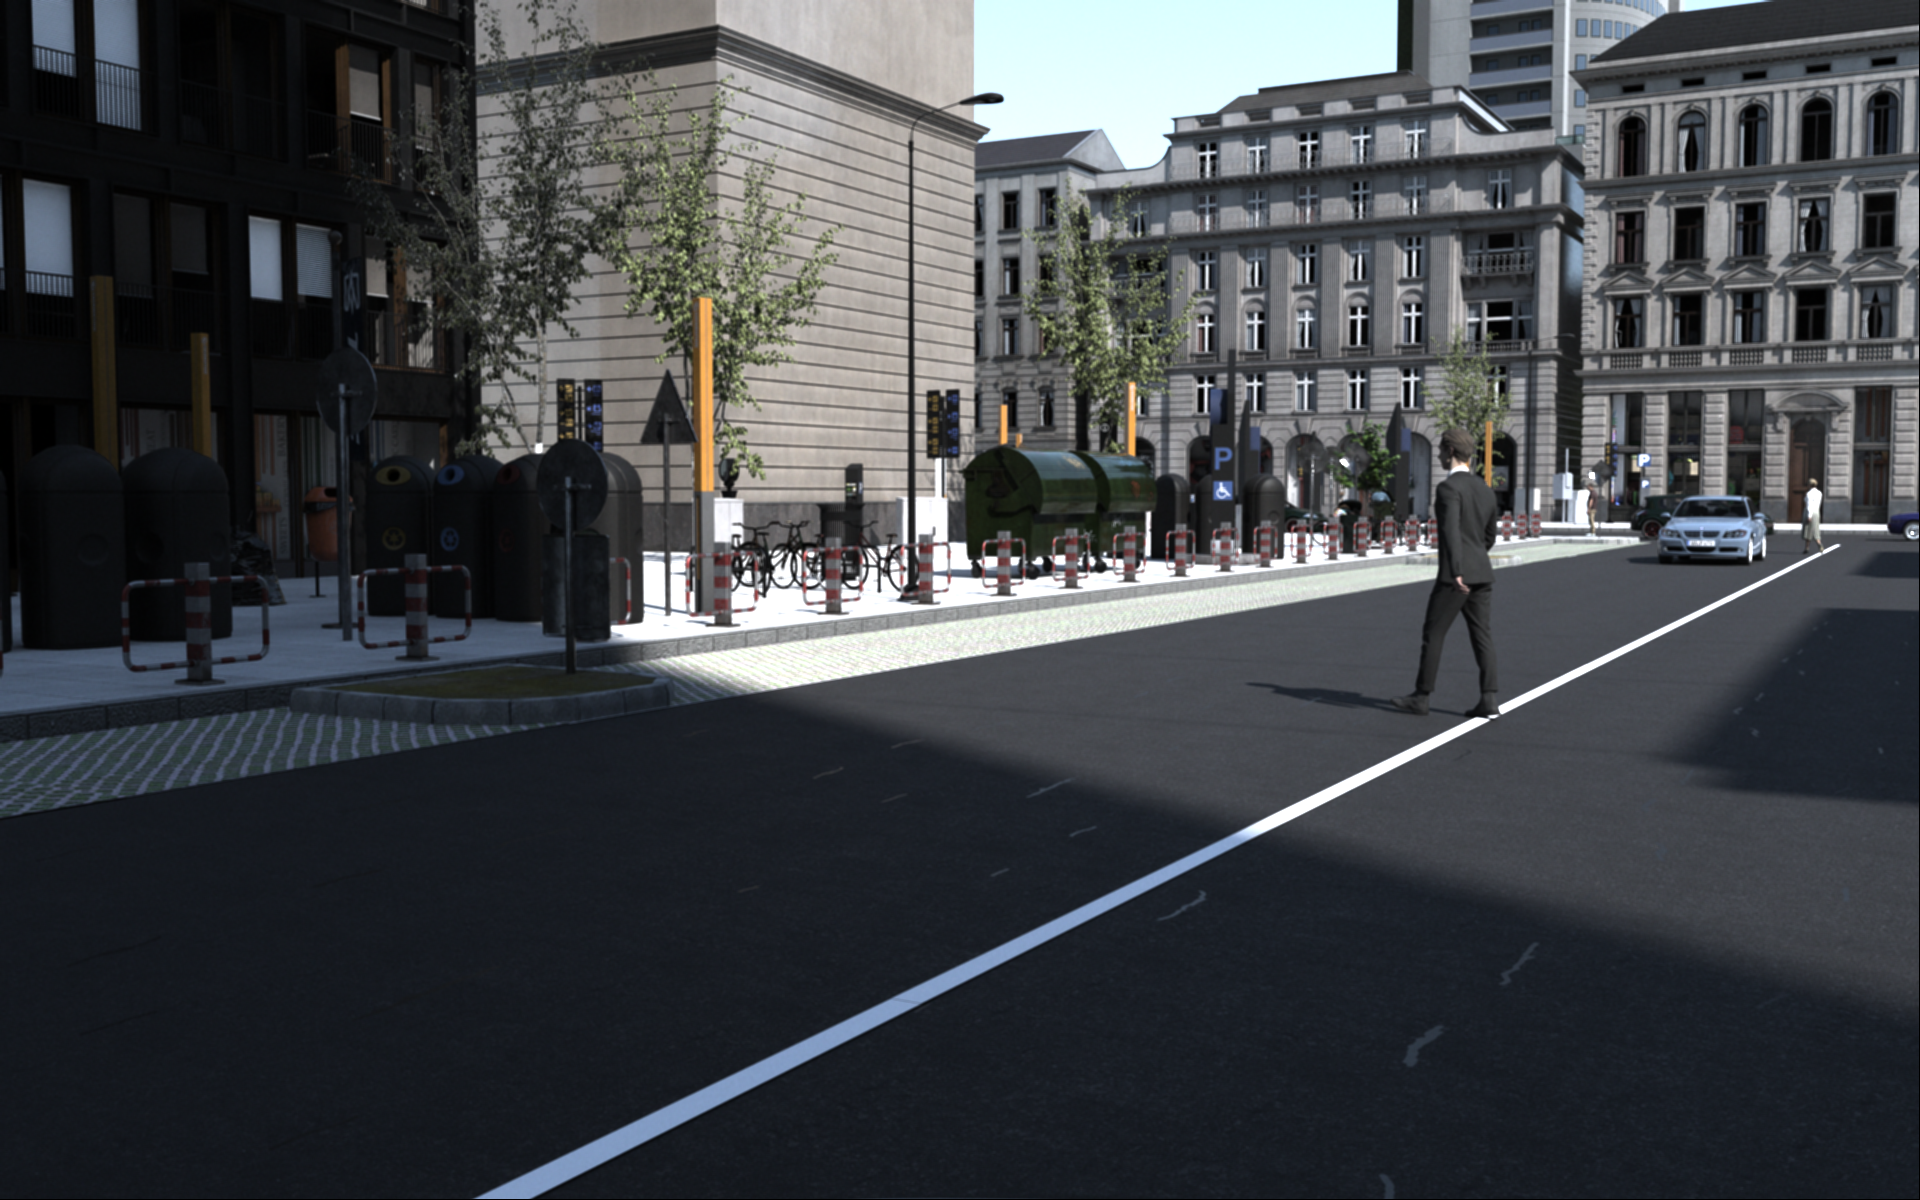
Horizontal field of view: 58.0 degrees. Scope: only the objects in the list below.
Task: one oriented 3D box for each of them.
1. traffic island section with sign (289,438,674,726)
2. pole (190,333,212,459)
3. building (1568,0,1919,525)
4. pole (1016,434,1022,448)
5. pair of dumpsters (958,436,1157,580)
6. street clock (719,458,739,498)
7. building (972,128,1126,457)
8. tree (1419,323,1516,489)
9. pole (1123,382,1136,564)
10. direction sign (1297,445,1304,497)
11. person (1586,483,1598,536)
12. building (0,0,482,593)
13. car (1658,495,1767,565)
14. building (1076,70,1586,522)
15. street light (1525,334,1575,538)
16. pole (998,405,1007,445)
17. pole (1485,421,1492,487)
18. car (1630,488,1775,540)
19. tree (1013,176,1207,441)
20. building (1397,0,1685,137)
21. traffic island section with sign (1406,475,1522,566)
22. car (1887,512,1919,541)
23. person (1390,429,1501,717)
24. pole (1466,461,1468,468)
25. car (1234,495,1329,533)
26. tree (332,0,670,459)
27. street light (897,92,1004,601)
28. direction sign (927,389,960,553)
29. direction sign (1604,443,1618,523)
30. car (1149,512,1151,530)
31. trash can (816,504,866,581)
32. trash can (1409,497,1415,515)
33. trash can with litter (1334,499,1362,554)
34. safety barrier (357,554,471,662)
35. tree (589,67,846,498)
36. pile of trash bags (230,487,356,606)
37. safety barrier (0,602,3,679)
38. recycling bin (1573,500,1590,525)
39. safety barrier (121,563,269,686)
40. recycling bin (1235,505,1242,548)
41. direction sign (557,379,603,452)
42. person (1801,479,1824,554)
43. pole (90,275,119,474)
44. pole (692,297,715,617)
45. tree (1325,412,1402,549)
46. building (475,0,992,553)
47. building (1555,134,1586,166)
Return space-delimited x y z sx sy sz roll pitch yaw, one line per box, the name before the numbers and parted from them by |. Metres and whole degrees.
traffic island section with sign | -3.044 -0.186 11.663 1.989 1.847 2.006 2 4 29
pole | -9.632 -1.724 22.033 0.158 3.312 0.155 0 3 0
building | 38.500 -15.210 77.560 19.941 23.489 11.050 2 4 29
pole | 2.003 -3.970 58.757 0.158 3.312 0.155 0 3 0
pair of dumpsters | 1.611 -1.548 27.803 1.574 2.255 4.437 2 4 30
street clock | -4.679 -1.869 35.131 0.358 2.002 0.471 -2 4 -35
building | 0.189 -15.233 98.210 18.267 20.994 9.793 2 4 29
tree | 21.713 -7.560 73.962 4.737 8.622 4.395 0 3 0
pole | 3.099 -2.313 31.664 0.158 3.312 0.155 0 3 0
direction sign | 15.923 -5.387 80.074 0.876 3.537 0.379 -2 4 -28
person | 21.711 -3.117 59.595 0.598 1.807 0.434 -3 5 -42
building | -17.337 -11.940 24.895 12.332 23.373 15.834 2 4 29
car | 15.938 -1.503 36.584 2.014 1.417 4.499 2 4 30
building | 19.624 -15.113 88.898 24.055 21.916 13.314 2 4 29
street light | 17.202 -4.781 50.706 1.470 5.913 1.316 2 4 29
pole | 0.980 -2.806 39.725 0.158 3.312 0.155 0 3 0
pole | 14.829 -3.351 48.639 0.158 3.312 0.155 0 3 0
car | 23.408 -2.742 54.622 4.222 1.686 2.009 2 4 28
tree | 3.366 -5.532 40.818 4.737 8.622 4.395 0 3 0
building | 54.656 -37.981 162.987 21.231 58.520 28.212 2 4 29
traffic island section with sign | 10.349 -1.629 35.262 1.989 1.847 2.006 2 4 29
car | 30.396 -2.451 52.654 3.894 1.354 1.945 2 4 30
person | 3.157 -0.177 11.164 0.659 1.850 0.755 -3 4 -36
pole | 22.678 -5.113 77.448 0.158 3.312 0.155 0 3 0
car | 10.406 -2.996 58.768 4.222 1.686 2.009 2 4 29
tree | -6.289 -4.544 24.664 4.360 8.622 3.978 0 3 0
street light | -0.113 -2.929 20.436 1.470 5.913 1.316 2 4 29
direction sign | -0.367 -2.797 37.733 0.876 3.537 0.379 3 4 37
direction sign | 28.793 -5.179 76.676 0.876 3.537 0.379 -2 4 -34
car | 7.022 -3.106 63.146 4.827 1.381 2.083 2 4 31
trash can | -1.772 -0.863 25.756 0.748 1.137 0.748 0 3 0
trash can | 19.981 -4.032 77.574 0.748 1.137 0.748 0 3 0
trash can with litter | 8.347 -1.591 37.398 0.624 1.170 1.055 0 4 8
safety barrier | -4.192 0.056 13.357 0.300 0.817 1.120 2 4 29
tree | -4.472 -4.908 30.604 4.737 8.622 4.395 0 3 0
pile of trash bags | -8.650 -0.644 20.287 1.912 1.369 3.447 3 4 36
safety barrier | -6.084 0.261 10.009 0.300 0.817 1.120 2 4 29
recycling bin | 25.807 -3.619 71.730 0.722 1.027 0.722 1 4 14
safety barrier | -5.138 0.159 11.683 0.300 0.817 1.120 2 4 29
recycling bin | 6.984 -1.734 40.899 0.722 1.027 0.722 -1 4 -22
direction sign | -7.483 -2.579 34.170 0.876 3.537 0.379 -1 4 -16
person | 20.422 -1.999 41.417 0.478 1.798 0.641 -1 4 -9
pole | -8.039 -1.374 16.312 0.158 3.312 0.155 0 3 0
pole | -2.681 -1.484 18.109 0.158 3.312 0.155 0 3 0
tree | 9.563 -2.817 40.664 1.663 3.219 1.824 0 3 0
building | -12.850 -15.311 47.591 25.104 27.353 12.463 2 4 29
building | 48.138 -22.725 143.256 14.160 30.474 14.107 2 4 29
